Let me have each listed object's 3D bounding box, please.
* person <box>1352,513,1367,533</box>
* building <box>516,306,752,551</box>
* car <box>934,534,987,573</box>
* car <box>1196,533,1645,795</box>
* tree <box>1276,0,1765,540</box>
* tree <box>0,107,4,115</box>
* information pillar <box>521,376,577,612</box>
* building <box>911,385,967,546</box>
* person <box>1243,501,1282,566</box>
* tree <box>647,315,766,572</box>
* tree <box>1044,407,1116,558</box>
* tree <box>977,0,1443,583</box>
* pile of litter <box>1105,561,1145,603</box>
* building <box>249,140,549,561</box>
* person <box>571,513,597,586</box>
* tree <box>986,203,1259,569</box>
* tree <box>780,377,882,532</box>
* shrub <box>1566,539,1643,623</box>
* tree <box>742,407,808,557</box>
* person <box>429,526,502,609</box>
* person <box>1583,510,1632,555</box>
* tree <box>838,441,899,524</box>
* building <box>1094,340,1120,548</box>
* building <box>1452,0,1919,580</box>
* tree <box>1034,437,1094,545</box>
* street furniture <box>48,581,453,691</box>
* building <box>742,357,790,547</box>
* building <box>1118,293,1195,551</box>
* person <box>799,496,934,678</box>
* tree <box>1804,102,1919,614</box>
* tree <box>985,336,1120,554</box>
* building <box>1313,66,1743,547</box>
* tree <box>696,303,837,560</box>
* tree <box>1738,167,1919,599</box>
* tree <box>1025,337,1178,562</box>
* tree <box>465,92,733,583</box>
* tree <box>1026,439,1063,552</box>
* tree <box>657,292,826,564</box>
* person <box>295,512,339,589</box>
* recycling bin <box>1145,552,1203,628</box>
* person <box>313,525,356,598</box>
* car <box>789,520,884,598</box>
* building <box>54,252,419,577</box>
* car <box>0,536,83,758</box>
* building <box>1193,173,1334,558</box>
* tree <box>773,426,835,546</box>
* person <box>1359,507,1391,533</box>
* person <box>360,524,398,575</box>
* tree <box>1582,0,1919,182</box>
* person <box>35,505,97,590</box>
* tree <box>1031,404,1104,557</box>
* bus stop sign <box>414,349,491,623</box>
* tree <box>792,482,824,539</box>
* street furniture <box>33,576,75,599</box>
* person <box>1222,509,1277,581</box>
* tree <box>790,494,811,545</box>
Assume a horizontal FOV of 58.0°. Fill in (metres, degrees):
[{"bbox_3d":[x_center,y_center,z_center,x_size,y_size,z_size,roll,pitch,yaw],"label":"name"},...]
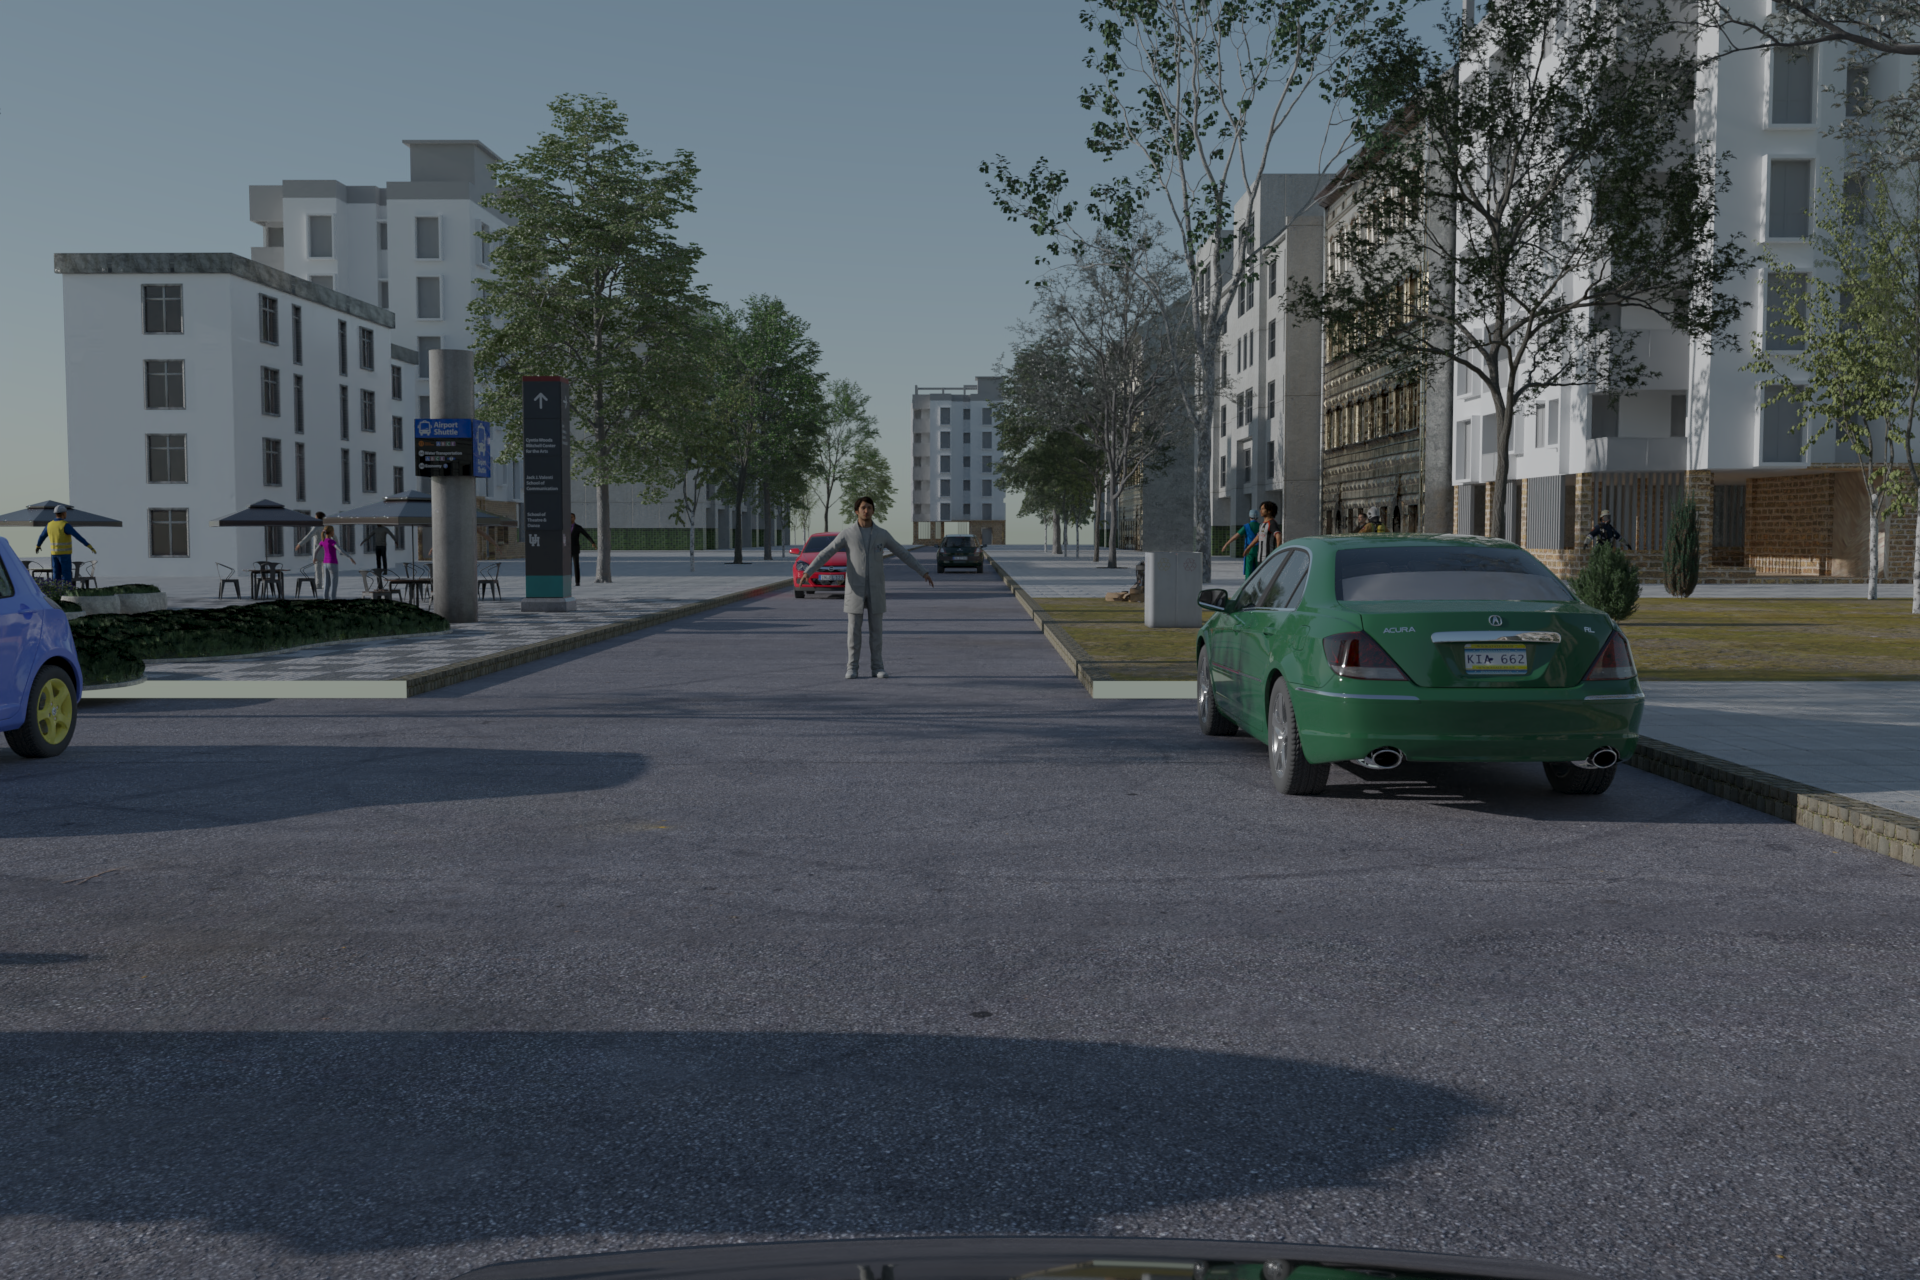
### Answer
[{"bbox_3d":[10.005,-2.265,43.176,0.704,1.812,1.346,-2,4,-29],"label":"person"},{"bbox_3d":[-28.364,-17.340,149.962,16.747,18.905,31.486,0,3,0],"label":"building"},{"bbox_3d":[0.019,-3.358,64.695,2.009,1.686,4.222,0,4,1],"label":"car"},{"bbox_3d":[2.650,0.052,10.952,2.131,1.459,4.920,0,4,-1],"label":"car"},{"bbox_3d":[8.469,-5.606,26.078,7.601,10.594,8.767,-1,4,-10],"label":"tree"},{"bbox_3d":[-12.221,-4.835,13.465,8.767,10.594,7.601,-2,4,-30],"label":"tree"},{"bbox_3d":[-6.835,-2.405,28.696,0.750,3.857,0.750,0,4,0],"label":"information pillar"},{"bbox_3d":[-5.677,-21.608,212.168,11.380,20.090,16.016,0,4,4],"label":"building"},{"bbox_3d":[5.017,-1.363,28.436,0.704,1.843,1.345,-1,4,-14],"label":"person"},{"bbox_3d":[-9.036,-6.664,59.314,4.737,8.622,4.395,0,3,0],"label":"tree"},{"bbox_3d":[6.237,-8.577,90.592,4.737,8.622,4.395,0,3,0],"label":"tree"},{"bbox_3d":[6.917,-11.627,45.987,12.611,20.169,13.585,0,3,0],"label":"tree"},{"bbox_3d":[3.347,-1.166,33.034,1.176,0.858,1.719,0,4,0],"label":"pile of litter"},{"bbox_3d":[-28.030,-13.954,84.573,16.016,20.090,11.380,0,4,0],"label":"building"},{"bbox_3d":[-9.603,-2.240,42.856,1.346,1.802,0.704,1,4,10],"label":"person"},{"bbox_3d":[5.820,-9.410,64.229,12.009,13.543,11.850,0,3,0],"label":"tree"},{"bbox_3d":[-8.754,-11.536,114.362,9.928,11.665,9.643,0,3,0],"label":"tree"},{"bbox_3d":[9.125,-0.819,24.504,1.383,1.207,1.383,0,3,0],"label":"shrub"},{"bbox_3d":[-9.854,-8.816,94.509,4.737,8.622,4.395,0,3,0],"label":"tree"},{"bbox_3d":[-8.447,-1.395,29.615,1.217,1.733,0.721,-1,4,-10],"label":"person"},{"bbox_3d":[15.444,-2.181,41.438,1.354,1.856,0.705,-1,4,-18],"label":"person"},{"bbox_3d":[-11.206,-17.975,212.013,7.486,12.596,7.792,0,3,0],"label":"tree"},{"bbox_3d":[22.355,-18.346,166.420,16.747,18.905,31.486,0,4,0],"label":"building"},{"bbox_3d":[21.784,-12.256,56.803,16.016,20.090,11.380,0,4,0],"label":"building"},{"bbox_3d":[12.945,-18.603,210.814,9.857,13.997,8.962,0,3,0],"label":"tree"},{"bbox_3d":[-9.344,-0.196,18.831,5.734,0.657,10.072,0,4,7],"label":"street furniture"},{"bbox_3d":[-27.919,-19.323,182.390,16.747,18.905,31.486,0,4,0],"label":"building"},{"bbox_3d":[22.690,-18.718,136.960,19.493,23.208,18.063,0,3,0],"label":"building"},{"bbox_3d":[-0.940,-0.527,17.260,1.347,1.806,0.705,-1,4,-11],"label":"person"},{"bbox_3d":[15.256,-4.736,27.789,4.360,8.622,3.978,0,3,0],"label":"tree"},{"bbox_3d":[6.192,-12.448,110.176,9.857,13.997,8.962,0,3,0],"label":"tree"},{"bbox_3d":[25.442,-14.538,68.620,19.493,23.208,18.063,0,4,1],"label":"building"},{"bbox_3d":[-9.683,-10.201,84.905,7.486,12.596,7.792,0,3,0],"label":"tree"},{"bbox_3d":[17.753,-5.104,33.819,4.737,8.622,4.395,0,3,0],"label":"tree"},{"bbox_3d":[6.616,-8.886,79.692,7.601,10.594,8.767,-1,4,-16],"label":"tree"},{"bbox_3d":[-9.693,-7.797,45.607,7.486,12.596,7.792,0,3,0],"label":"tree"},{"bbox_3d":[5.837,-10.497,121.987,4.360,8.622,3.978,0,3,0],"label":"tree"},{"bbox_3d":[-9.331,-9.051,73.739,9.928,11.665,9.643,0,3,0],"label":"tree"},{"bbox_3d":[-14.977,-2.101,40.536,0.705,1.806,1.347,2,4,23],"label":"person"},{"bbox_3d":[2.949,-0.697,23.957,0.722,1.027,0.722,0,4,0],"label":"recycling bin"},{"bbox_3d":[-10.709,-1.244,29.600,0.991,1.433,0.599,2,4,28],"label":"person"},{"bbox_3d":[-2.815,-1.893,39.999,2.155,1.783,4.494,0,3,0],"label":"car"},{"bbox_3d":[-25.949,-7.569,65.898,9.099,9.664,28.070,0,4,1],"label":"building"},{"bbox_3d":[-6.642,-0.015,9.837,1.945,1.707,3.694,0,3,0],"label":"car"},{"bbox_3d":[23.119,-13.897,93.669,16.747,18.905,31.486,0,4,0],"label":"building"},{"bbox_3d":[-9.147,-9.419,104.357,4.360,8.622,3.978,0,3,0],"label":"tree"},{"bbox_3d":[8.683,-1.878,36.468,1.354,1.858,0.705,-2,4,-24],"label":"person"},{"bbox_3d":[-18.218,-2.955,54.450,1.348,1.813,0.705,1,4,16],"label":"person"},{"bbox_3d":[9.232,-6.223,12.119,12.009,13.543,11.850,0,3,0],"label":"tree"},{"bbox_3d":[-17.121,-1.657,33.056,1.349,1.833,0.705,1,4,14],"label":"person"},{"bbox_3d":[6.221,-9.024,97.911,4.737,8.622,4.395,0,3,0],"label":"tree"},{"bbox_3d":[-7.316,-2.202,25.027,0.837,3.901,0.837,0,4,2],"label":"bus stop sign"},{"bbox_3d":[-18.412,-16.075,213.186,4.360,8.622,3.978,0,3,0],"label":"tree"},{"bbox_3d":[-16.759,-1.191,26.322,11.010,1.723,9.812,-3,5,-40],"label":"street furniture"},{"bbox_3d":[6.377,-1.930,37.674,1.347,1.817,0.704,0,4,-6],"label":"person"},{"bbox_3d":[-19.496,-15.688,206.861,4.360,8.622,3.978,0,3,0],"label":"tree"}]
